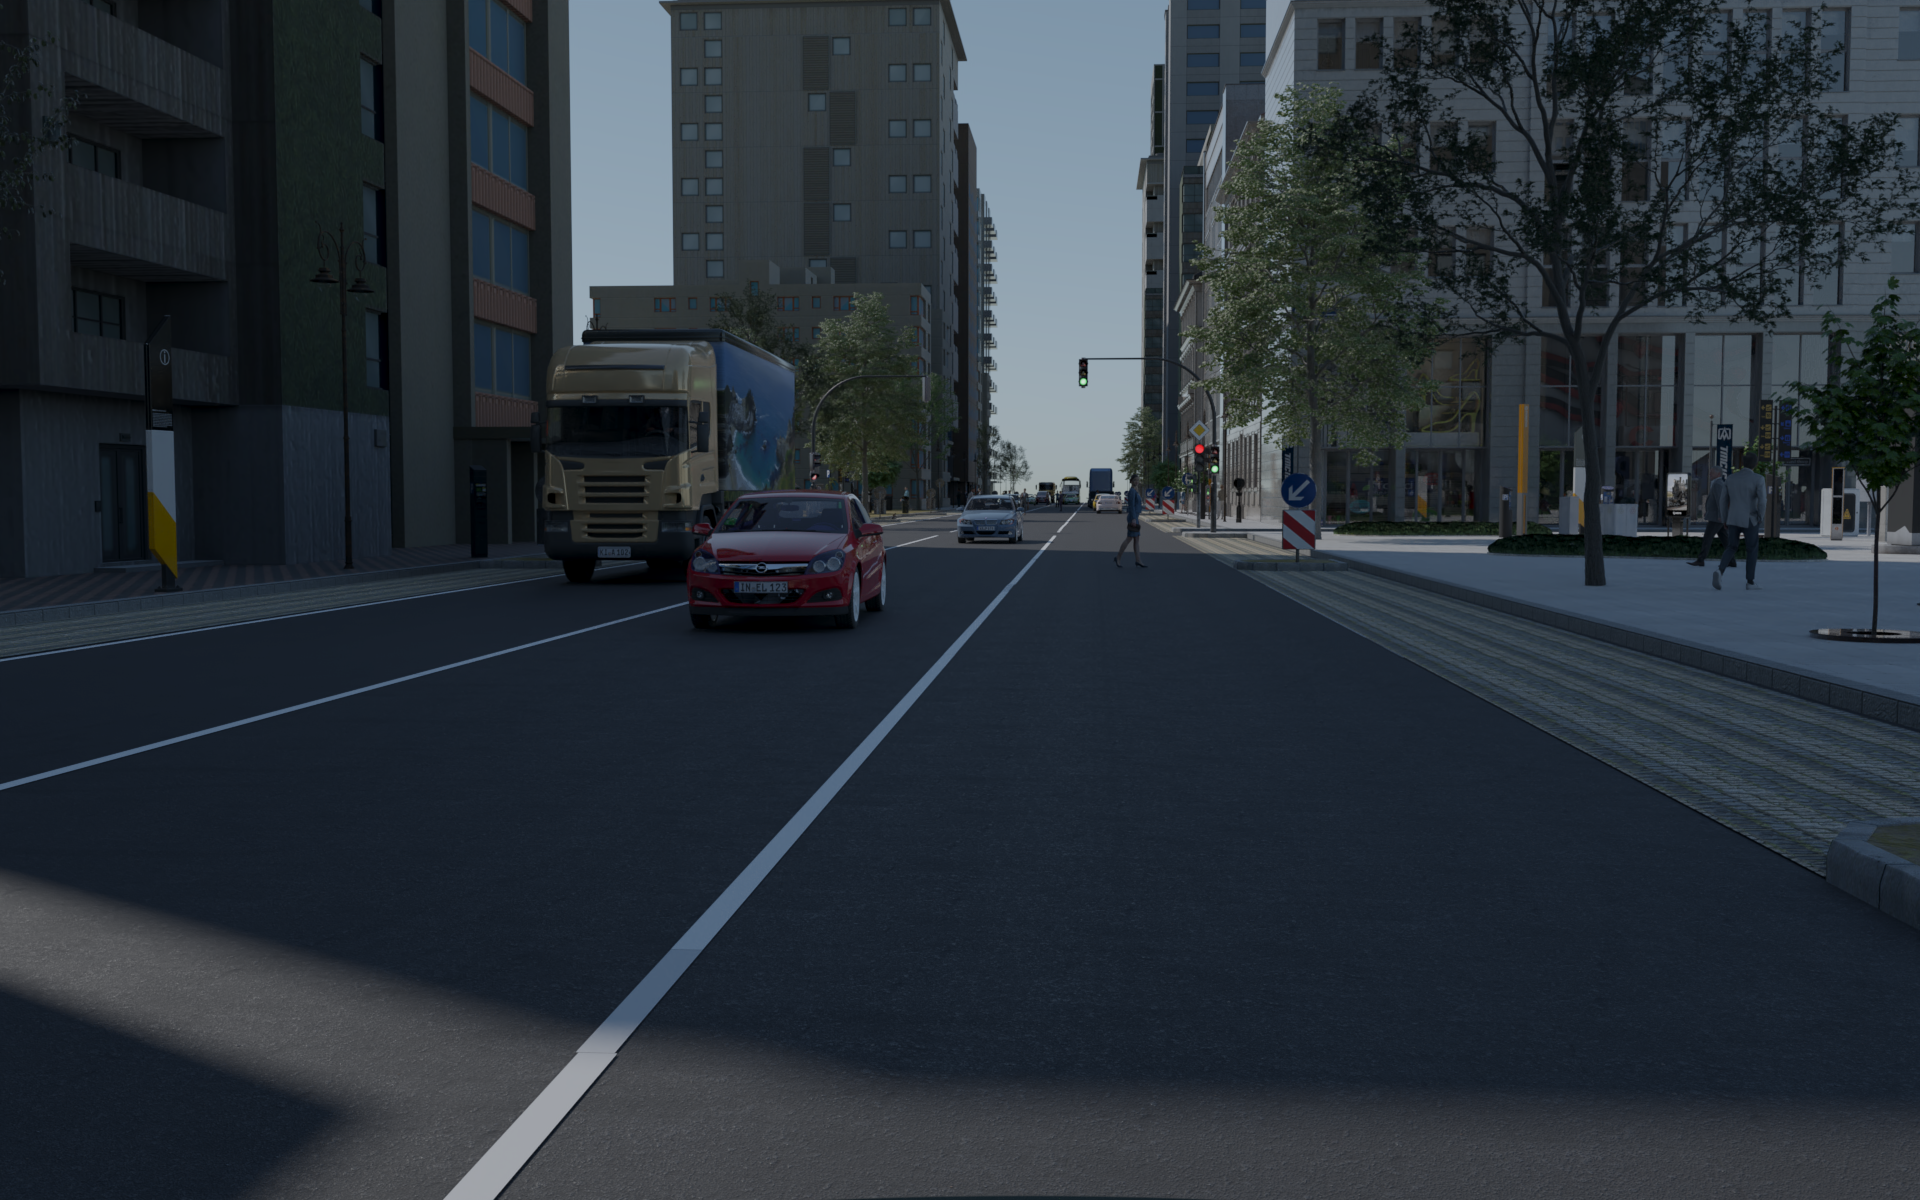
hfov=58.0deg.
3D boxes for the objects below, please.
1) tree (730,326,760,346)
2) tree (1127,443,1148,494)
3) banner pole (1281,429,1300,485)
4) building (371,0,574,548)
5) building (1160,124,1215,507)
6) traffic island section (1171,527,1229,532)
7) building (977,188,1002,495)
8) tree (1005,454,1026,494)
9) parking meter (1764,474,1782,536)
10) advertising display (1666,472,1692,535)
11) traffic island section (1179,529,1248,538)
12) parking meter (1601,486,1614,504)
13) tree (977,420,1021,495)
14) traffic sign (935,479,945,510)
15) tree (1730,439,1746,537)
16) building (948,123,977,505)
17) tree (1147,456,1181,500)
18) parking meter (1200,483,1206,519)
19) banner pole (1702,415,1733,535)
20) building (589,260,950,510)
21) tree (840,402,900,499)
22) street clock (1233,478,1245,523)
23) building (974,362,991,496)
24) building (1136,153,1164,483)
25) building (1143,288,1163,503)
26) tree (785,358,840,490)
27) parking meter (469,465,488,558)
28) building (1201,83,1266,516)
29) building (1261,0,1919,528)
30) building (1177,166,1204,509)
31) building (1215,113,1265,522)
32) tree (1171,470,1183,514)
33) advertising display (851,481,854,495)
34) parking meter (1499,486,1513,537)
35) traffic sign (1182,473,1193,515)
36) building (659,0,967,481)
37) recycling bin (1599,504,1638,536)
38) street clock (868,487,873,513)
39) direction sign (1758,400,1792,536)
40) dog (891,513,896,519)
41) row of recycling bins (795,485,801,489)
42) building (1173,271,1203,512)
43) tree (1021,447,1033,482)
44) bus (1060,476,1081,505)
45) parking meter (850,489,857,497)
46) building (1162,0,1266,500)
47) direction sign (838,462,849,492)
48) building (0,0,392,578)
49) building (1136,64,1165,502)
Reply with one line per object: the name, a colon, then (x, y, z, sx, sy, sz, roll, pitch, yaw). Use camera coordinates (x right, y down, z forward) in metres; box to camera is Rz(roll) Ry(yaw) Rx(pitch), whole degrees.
tree: (-14.385, -12.165, 117.022, 7.486, 12.596, 7.792, 0, 3, 0)
tree: (24.188, -17.321, 233.567, 4.737, 8.622, 4.395, 0, 3, 0)
banner pole: (12.391, -4.567, 64.695, 0.863, 3.779, 0.401, 2, 4, 28)
building: (-24.658, -24.040, 47.681, 28.867, 44.769, 22.147, 0, 4, 4)
building: (36.493, -29.400, 172.570, 32.217, 40.220, 23.993, 0, 4, 4)
traffic island section: (9.054, -2.650, 65.612, 2.009, 0.180, 2.903, 0, 4, 4)
building: (-5.640, -39.821, 270.675, 23.786, 49.044, 30.456, 0, 4, 4)
tree: (9.331, -21.478, 301.526, 4.360, 8.622, 3.978, 0, 3, 0)
parking meter: (23.448, -2.704, 49.925, 0.255, 1.863, 0.399, -3, 5, -41)
advertising display: (21.528, -2.856, 51.907, 0.123, 1.923, 0.974, -1, 4, -16)
traffic island section: (8.447, -2.163, 57.650, 2.009, 0.180, 2.903, 0, 4, 4)
parking meter: (19.704, -2.711, 52.729, 0.372, 1.533, 0.369, 0, 3, 0)
tree: (2.794, -17.317, 217.548, 8.767, 10.594, 7.601, 0, 4, -1)
traffic sign: (-1.638, -8.636, 141.302, 0.768, 2.556, 0.104, 1, 4, 9)
tree: (23.866, -3.514, 52.057, 1.663, 3.219, 1.824, 0, 3, 0)
building: (-5.374, -33.959, 205.333, 14.600, 45.320, 14.200, 0, 4, 4)
tree: (17.381, -9.942, 146.260, 4.285, 4.588, 4.351, 0, 3, 0)
parking meter: (12.298, -5.024, 87.852, 0.255, 1.863, 0.399, 0, 4, -4)
banner pole: (23.876, -3.947, 54.547, 0.863, 3.779, 0.401, 2, 4, 30)
building: (-15.855, -19.104, 157.390, 27.650, 21.520, 28.899, 0, 4, 4)
tree: (-6.095, -10.456, 121.324, 4.737, 8.622, 4.395, 0, 3, 0)
street clock: (12.464, -4.452, 77.363, 0.471, 2.002, 0.358, 3, 5, 44)
building: (-10.332, -24.264, 241.757, 27.650, 21.520, 28.899, 0, 4, 4)
building: (41.323, -41.179, 262.507, 28.713, 52.752, 27.495, 0, 4, 4)
building: (32.607, -28.764, 241.999, 14.160, 30.474, 14.107, 0, 4, 4)
tree: (-9.481, -8.412, 87.900, 4.737, 8.622, 4.395, 0, 3, 0)
parking meter: (-9.724, -1.791, 34.997, 0.255, 1.863, 0.399, -2, 4, -32)
building: (22.012, -17.837, 109.651, 12.078, 24.808, 19.932, 0, 4, 4)
building: (27.667, -17.868, 69.641, 29.804, 29.767, 11.434, 0, 4, 4)
building: (26.478, -23.416, 154.559, 14.160, 30.474, 14.107, 0, 4, 4)
building: (19.556, -15.445, 88.685, 11.583, 22.565, 21.152, 0, 4, 4)
tree: (14.680, -7.214, 112.554, 1.663, 3.219, 1.824, 0, 3, 0)
advertising display: (-5.542, -5.135, 89.172, 0.123, 1.923, 0.974, 0, 4, -1)
parking meter: (16.084, -2.606, 51.016, 0.372, 1.533, 0.369, 0, 3, 0)
traffic sign: (13.664, -6.341, 103.780, 0.768, 2.556, 0.104, 0, 4, 6)
building: (-14.381, -36.433, 184.922, 28.713, 52.752, 27.495, 0, 4, 4)
recycling bin: (16.790, -1.940, 44.266, 0.722, 1.027, 0.722, -1, 4, -16)
street clock: (-6.087, -6.892, 117.258, 0.471, 2.002, 0.358, -1, 4, -19)
direction sign: (19.582, -3.038, 41.664, 0.876, 3.537, 0.379, -1, 4, -12)
dog: (-3.525, -4.540, 94.421, 0.550, 0.427, 0.748, 1, 4, 23)
row of recycling bins: (-8.339, -3.995, 72.429, 3.534, 1.692, 1.069, -1, 4, -17)
building: (21.783, -16.260, 130.484, 10.561, 19.102, 19.286, 0, 4, 4)
tree: (8.838, -21.865, 291.908, 7.601, 10.594, 8.767, 0, 4, 1)
bus: (15.425, -15.203, 240.114, 2.896, 3.916, 12.252, 0, 4, 5)
parking meter: (-5.574, -5.043, 90.857, 0.372, 1.533, 0.369, 0, 3, 0)
building: (33.977, -40.200, 199.264, 21.231, 58.520, 28.212, 0, 4, 4)
direction sign: (-7.852, -7.634, 116.805, 0.876, 3.537, 0.379, -3, 4, -36)
building: (-19.359, -15.728, 28.856, 14.160, 30.474, 14.107, 0, 4, 4)
building: (39.757, -51.913, 287.030, 20.563, 71.187, 20.611, 0, 4, 4)
